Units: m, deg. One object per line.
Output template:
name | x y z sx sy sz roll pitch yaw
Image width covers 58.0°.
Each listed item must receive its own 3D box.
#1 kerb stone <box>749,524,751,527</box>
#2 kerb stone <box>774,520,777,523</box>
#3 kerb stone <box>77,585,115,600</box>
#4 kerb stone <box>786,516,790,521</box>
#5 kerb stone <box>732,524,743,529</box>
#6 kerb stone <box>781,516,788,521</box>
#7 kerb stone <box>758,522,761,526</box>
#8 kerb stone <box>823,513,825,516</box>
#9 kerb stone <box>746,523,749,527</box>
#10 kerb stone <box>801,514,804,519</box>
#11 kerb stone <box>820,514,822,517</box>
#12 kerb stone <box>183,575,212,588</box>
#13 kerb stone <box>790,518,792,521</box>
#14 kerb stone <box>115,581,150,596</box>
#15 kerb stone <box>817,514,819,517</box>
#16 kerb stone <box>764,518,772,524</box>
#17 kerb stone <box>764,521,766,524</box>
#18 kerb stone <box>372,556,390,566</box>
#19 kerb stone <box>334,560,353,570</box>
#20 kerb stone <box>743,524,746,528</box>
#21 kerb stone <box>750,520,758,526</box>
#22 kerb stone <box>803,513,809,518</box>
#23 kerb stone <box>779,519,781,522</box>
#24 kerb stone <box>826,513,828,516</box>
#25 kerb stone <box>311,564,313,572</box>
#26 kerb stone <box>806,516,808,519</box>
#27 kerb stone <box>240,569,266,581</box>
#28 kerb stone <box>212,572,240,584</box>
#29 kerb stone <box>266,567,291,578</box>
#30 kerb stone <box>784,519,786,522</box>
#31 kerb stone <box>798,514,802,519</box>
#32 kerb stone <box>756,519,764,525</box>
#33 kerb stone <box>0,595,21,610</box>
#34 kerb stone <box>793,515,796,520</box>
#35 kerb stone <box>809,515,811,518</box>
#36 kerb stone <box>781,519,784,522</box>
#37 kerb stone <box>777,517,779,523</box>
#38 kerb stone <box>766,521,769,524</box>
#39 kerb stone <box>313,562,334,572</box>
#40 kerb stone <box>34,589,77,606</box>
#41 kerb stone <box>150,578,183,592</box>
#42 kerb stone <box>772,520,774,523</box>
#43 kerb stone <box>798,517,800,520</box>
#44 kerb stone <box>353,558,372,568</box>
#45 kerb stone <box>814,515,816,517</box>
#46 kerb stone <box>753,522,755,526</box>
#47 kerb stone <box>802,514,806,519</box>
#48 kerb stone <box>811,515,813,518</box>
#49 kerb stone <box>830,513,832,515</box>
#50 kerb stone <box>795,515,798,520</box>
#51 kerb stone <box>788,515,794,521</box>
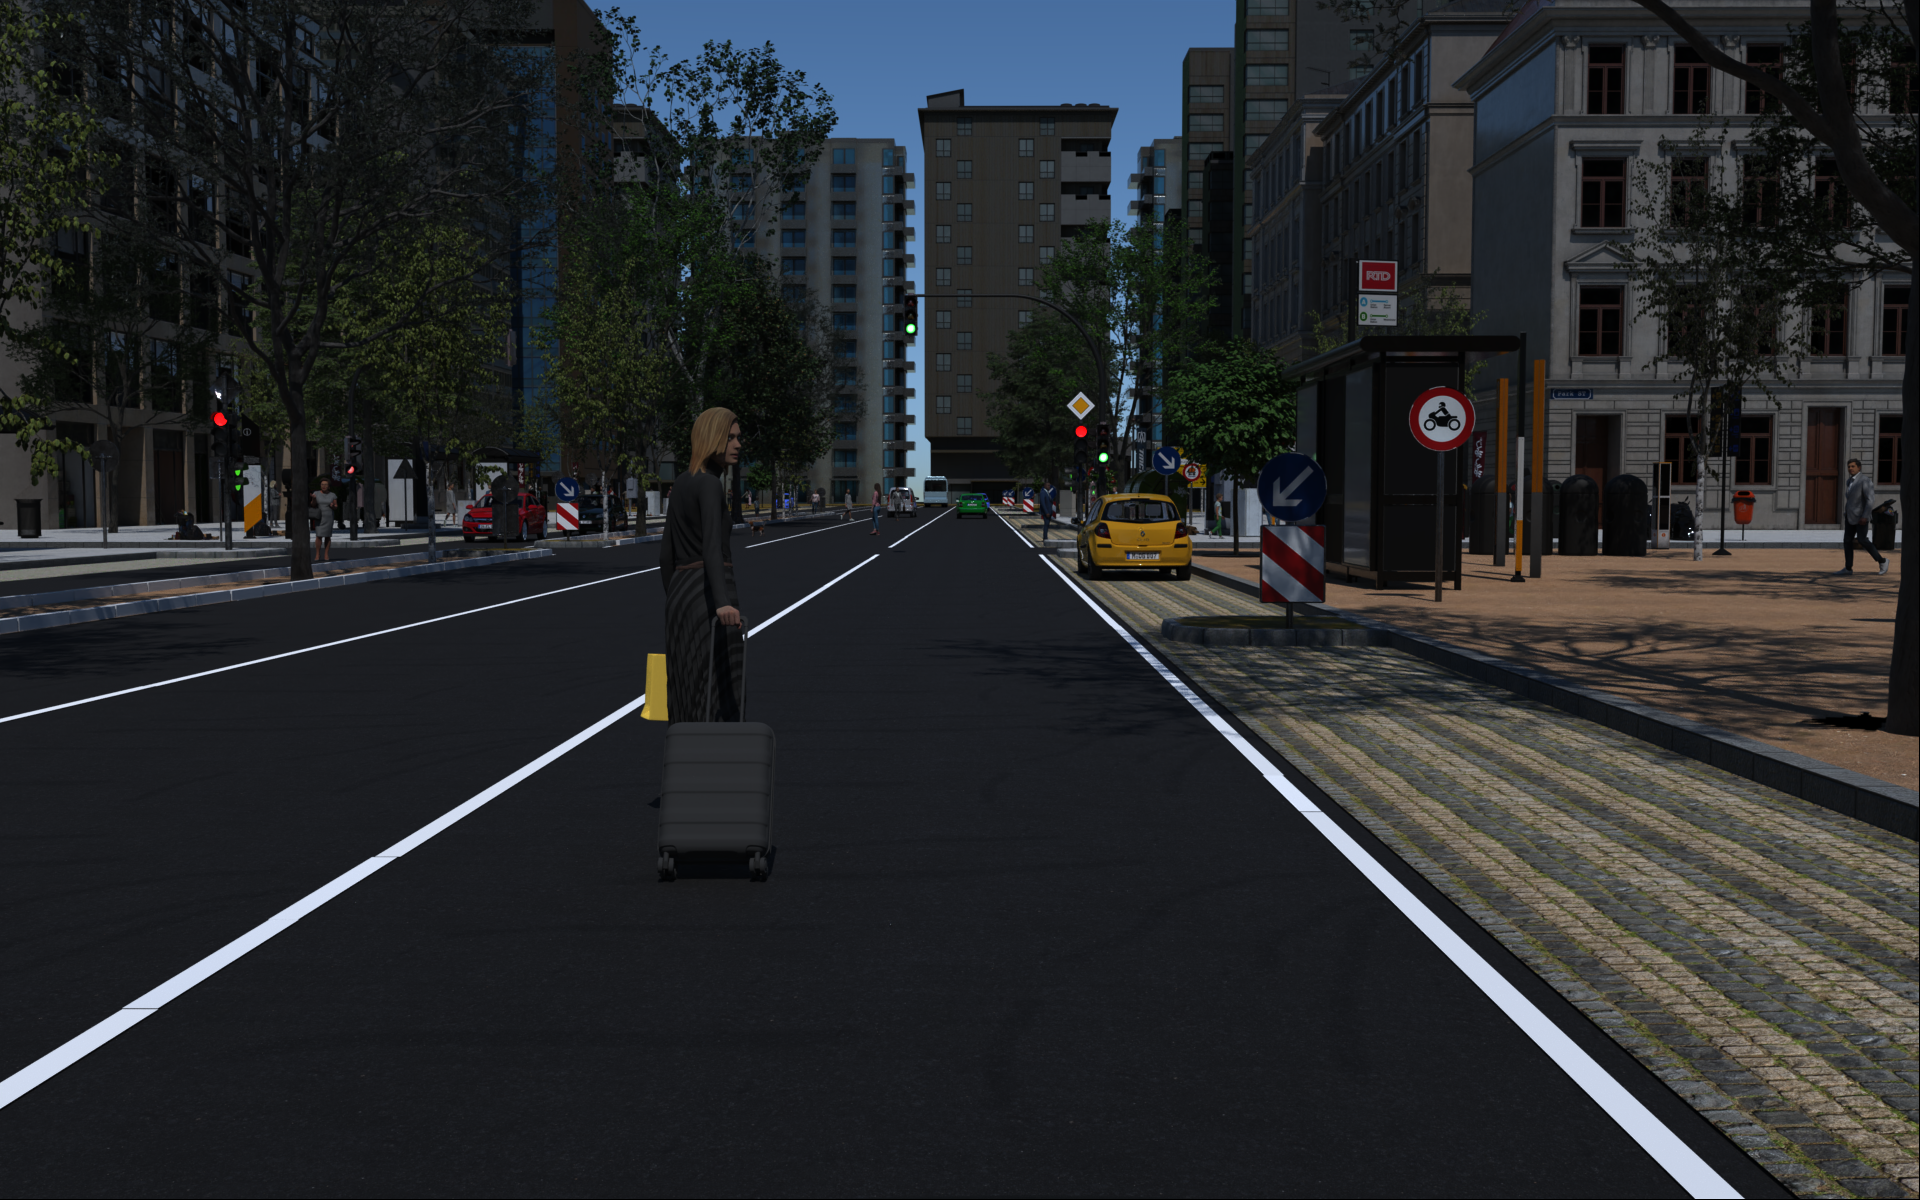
kerb stone | -9.275 -3.250 75.340 0.120 0.150 1.000 0 4 1
kerb stone | -9.199 -3.814 84.562 0.120 0.150 1.000 0 4 1
kerb stone | -11.856 -0.085 23.580 0.120 0.150 1.000 0 4 1
kerb stone | -9.133 -4.185 90.699 0.120 0.150 1.000 0 4 1
kerb stone | -9.301 -3.062 72.266 0.120 0.150 1.000 0 4 1
kerb stone | -9.152 -4.127 89.676 0.120 0.150 1.000 0 4 1
kerb stone | -9.250 -3.438 78.424 0.120 0.150 1.000 0 4 1
kerb stone | -8.946 -5.442 111.176 0.120 0.150 1.000 0 4 1
kerb stone | -9.283 -3.188 74.314 0.120 0.150 1.000 0 4 1
kerb stone | -9.069 -4.625 97.856 0.120 0.150 1.000 0 4 1
kerb stone | -8.966 -5.317 109.124 0.120 0.150 1.000 0 4 1
kerb stone | -11.828 -0.271 26.658 0.120 0.150 1.000 0 4 1
kerb stone | -9.124 -4.252 91.721 0.120 0.150 1.000 0 4 1
kerb stone | -11.848 -0.148 24.614 0.120 0.150 1.000 0 4 1
kerb stone | -8.983 -5.185 107.076 0.120 0.150 1.000 0 4 1
kerb stone | -9.216 -3.689 82.517 0.120 0.150 1.000 0 4 1
kerb stone | -9.230 -3.560 80.470 0.120 0.150 1.000 0 4 1
kerb stone | -11.753 -0.773 34.862 0.120 0.150 1.000 0 4 1
kerb stone | -11.781 -0.649 32.807 0.120 0.150 1.000 0 4 1
kerb stone | -9.298 -3.125 73.292 0.120 0.150 1.000 0 4 1
kerb stone | -9.265 -3.375 77.388 0.120 0.150 1.000 0 4 1
kerb stone | -9.043 -4.816 100.932 0.120 0.150 1.000 0 4 1
kerb stone | -9.173 -3.940 86.609 0.120 0.150 1.000 0 4 1
kerb stone | -8.925 -5.568 113.226 0.120 0.150 1.000 0 4 1
kerb stone | -11.796 -0.518 30.764 0.120 0.150 1.000 0 4 1
kerb stone | -9.047 -4.753 99.903 0.120 0.150 1.000 0 4 1
kerb stone | -11.815 -0.399 28.720 0.120 0.150 1.000 0 4 1
kerb stone | -11.820 -0.331 27.680 0.120 0.150 1.000 0 4 1
kerb stone | -11.797 -0.462 29.742 0.120 0.150 1.000 0 4 1
kerb stone | -9.147 -4.062 88.654 0.120 0.150 1.000 0 4 1
kerb stone | -9.079 -4.565 96.833 0.120 0.150 1.000 0 4 1
kerb stone | -9.238 -3.502 79.446 0.120 0.150 1.000 0 4 1
kerb stone | -11.876 0.041 21.531 0.120 0.150 1.000 0 4 1
kerb stone | -9.106 -4.377 93.766 0.120 0.150 1.000 0 4 1
kerb stone | -9.035 -4.874 101.954 0.120 0.150 1.000 0 4 1
kerb stone | -9.165 -3.998 87.632 0.120 0.150 1.000 0 4 1
kerb stone | -9.182 -3.877 85.587 0.120 0.150 1.000 0 4 1
kerb stone | -9.220 -3.627 81.495 0.120 0.150 1.000 0 4 1
kerb stone | -11.789 -0.585 31.786 0.120 0.150 1.000 0 4 1
kerb stone | -11.862 -0.018 22.558 0.120 0.150 1.000 0 4 1
kerb stone | -11.834 -0.210 25.636 0.120 0.150 1.000 0 4 1
kerb stone | -9.202 -3.748 83.540 0.120 0.150 1.000 0 4 1
kerb stone | -9.092 -4.502 95.811 0.120 0.150 1.000 0 4 1
kerb stone | -11.767 -0.709 33.837 0.120 0.150 1.000 0 4 1
kerb stone | -9.006 -5.066 105.023 0.120 0.150 1.000 0 4 1
kerb stone | -9.267 -3.304 76.363 0.120 0.150 1.000 0 4 1
kerb stone | -9.064 -4.690 98.881 0.120 0.150 1.000 0 4 1
kerb stone | -9.023 -4.940 102.976 0.120 0.150 1.000 0 4 1
kerb stone | -8.896 -5.757 116.314 0.120 0.150 1.000 0 4 1
kerb stone | -9.100 -4.440 94.789 0.120 0.150 1.000 0 4 1
kerb stone | -9.116 -4.315 92.743 0.120 0.150 1.000 0 4 1
